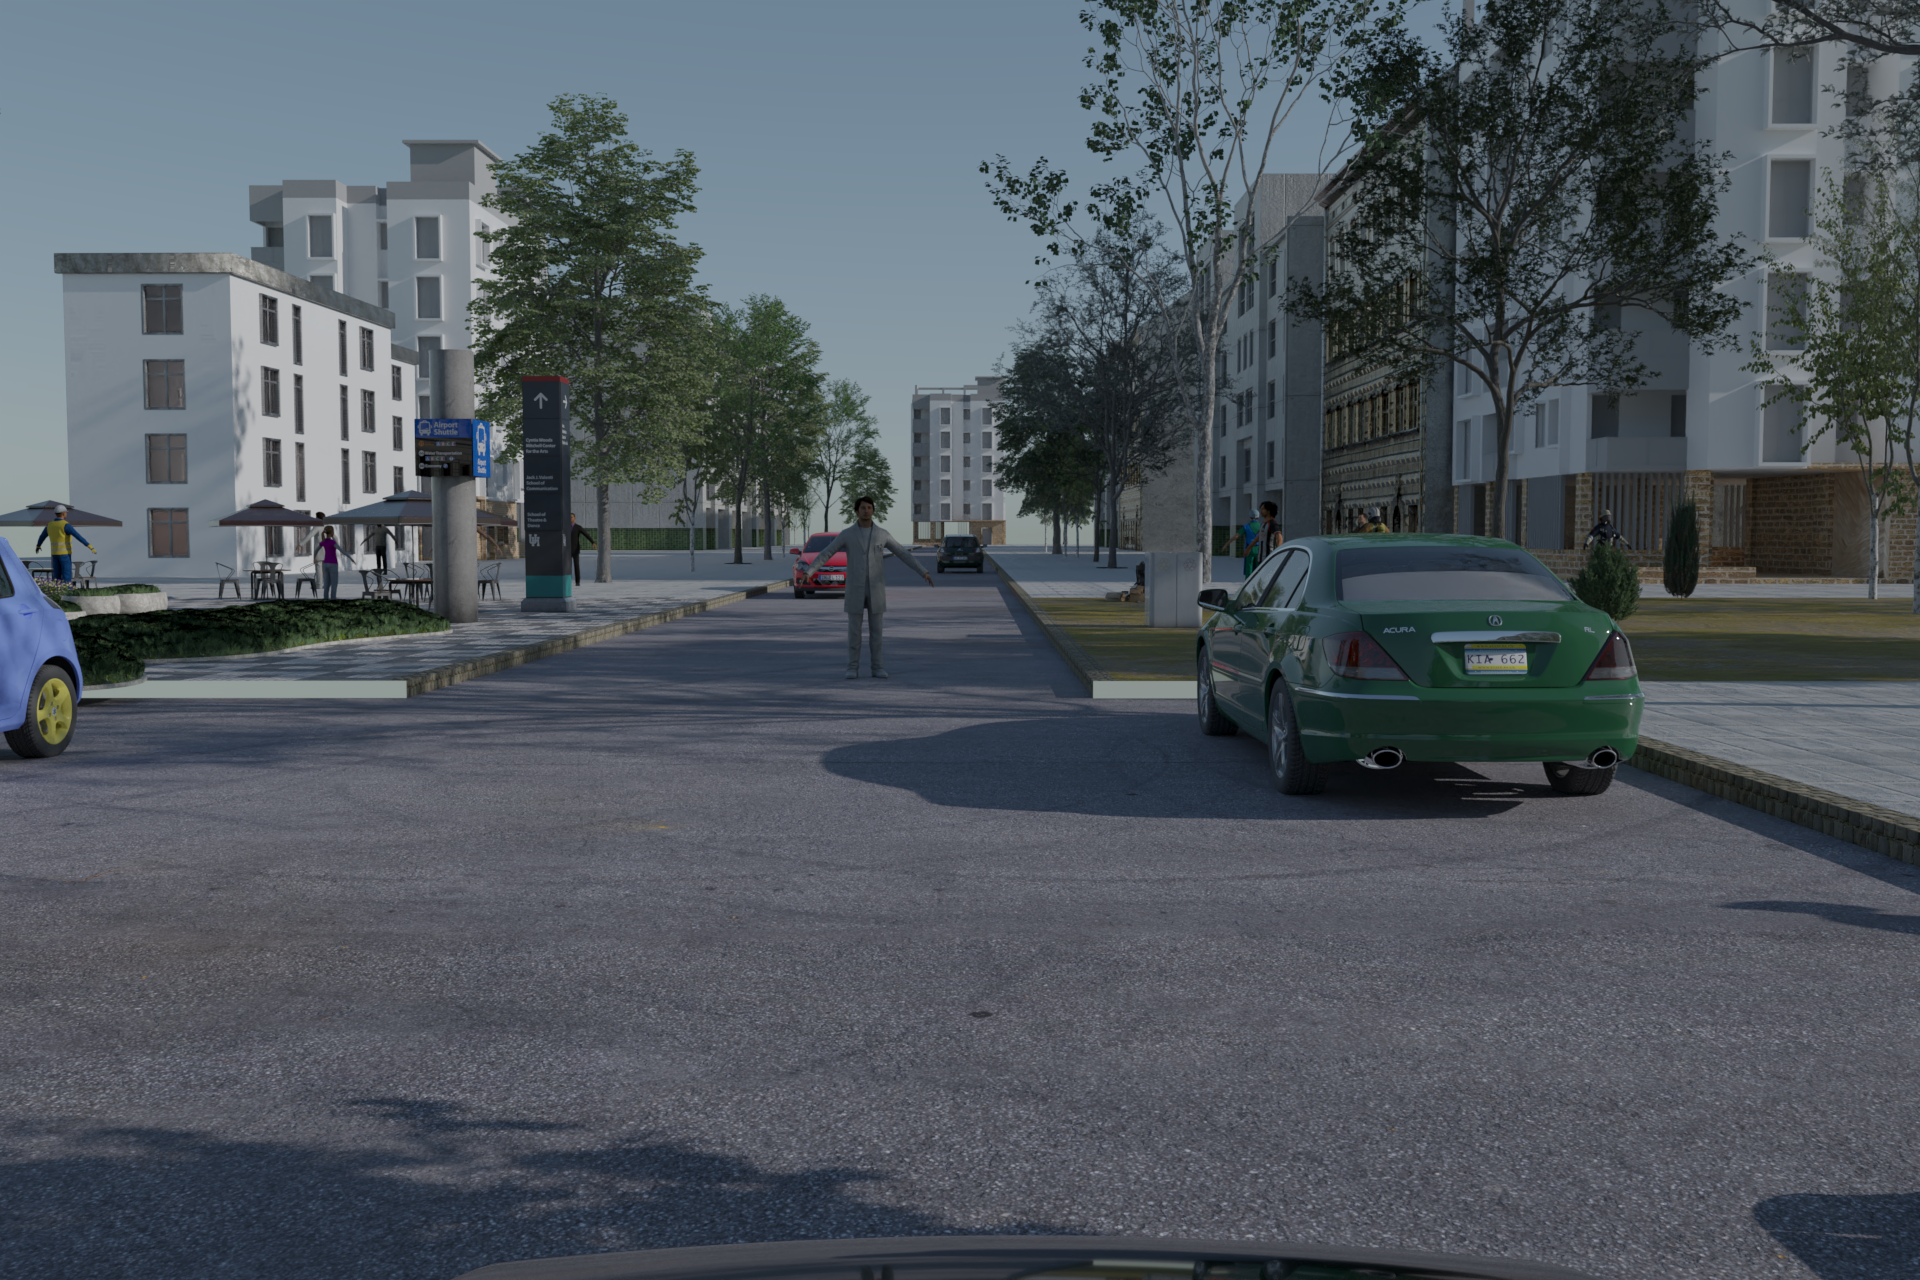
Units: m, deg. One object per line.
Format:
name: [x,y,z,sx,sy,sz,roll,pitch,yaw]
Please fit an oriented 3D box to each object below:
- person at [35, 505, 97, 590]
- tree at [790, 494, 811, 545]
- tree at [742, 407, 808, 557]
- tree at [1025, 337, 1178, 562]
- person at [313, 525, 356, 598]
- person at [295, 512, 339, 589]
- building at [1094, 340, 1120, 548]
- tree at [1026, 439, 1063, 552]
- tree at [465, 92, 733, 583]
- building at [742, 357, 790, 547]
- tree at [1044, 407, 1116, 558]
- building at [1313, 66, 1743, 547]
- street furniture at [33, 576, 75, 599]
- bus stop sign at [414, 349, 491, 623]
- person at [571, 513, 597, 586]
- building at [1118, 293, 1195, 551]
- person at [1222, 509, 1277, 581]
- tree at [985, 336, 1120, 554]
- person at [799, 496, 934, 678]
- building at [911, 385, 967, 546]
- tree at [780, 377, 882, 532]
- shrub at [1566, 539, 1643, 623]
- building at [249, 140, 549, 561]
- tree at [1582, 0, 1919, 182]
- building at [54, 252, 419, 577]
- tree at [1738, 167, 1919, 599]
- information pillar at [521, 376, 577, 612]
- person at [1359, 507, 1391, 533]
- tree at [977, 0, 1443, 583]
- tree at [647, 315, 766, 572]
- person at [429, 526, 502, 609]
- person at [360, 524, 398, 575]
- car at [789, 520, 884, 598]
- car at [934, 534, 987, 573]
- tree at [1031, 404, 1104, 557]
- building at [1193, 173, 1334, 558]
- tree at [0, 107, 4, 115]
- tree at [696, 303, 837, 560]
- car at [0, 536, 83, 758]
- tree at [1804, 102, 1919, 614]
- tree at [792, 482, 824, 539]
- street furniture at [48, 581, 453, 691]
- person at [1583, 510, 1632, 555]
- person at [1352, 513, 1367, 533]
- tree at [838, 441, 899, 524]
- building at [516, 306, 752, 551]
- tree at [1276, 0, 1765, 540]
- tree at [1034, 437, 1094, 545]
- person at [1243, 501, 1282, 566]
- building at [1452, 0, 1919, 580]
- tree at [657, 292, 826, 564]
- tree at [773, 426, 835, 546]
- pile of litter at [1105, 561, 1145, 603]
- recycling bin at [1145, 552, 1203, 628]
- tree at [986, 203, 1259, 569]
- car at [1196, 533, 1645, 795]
person: [-17.121,-1.657,33.056,1.349,1.833,0.705,1,4,14]
tree: [-19.496,-15.688,206.861,4.360,8.622,3.978,0,3,0]
tree: [-9.854,-8.816,94.509,4.737,8.622,4.395,0,3,0]
tree: [6.616,-8.886,79.692,7.601,10.594,8.767,-1,4,-16]
person: [-10.709,-1.244,29.600,0.991,1.433,0.599,2,4,28]
person: [-14.977,-2.101,40.536,0.705,1.806,1.347,2,4,23]
building: [22.355,-18.346,166.420,16.747,18.905,31.486,0,4,0]
tree: [5.837,-10.497,121.987,4.360,8.622,3.978,0,3,0]
tree: [-9.693,-7.797,45.607,7.486,12.596,7.792,0,3,0]
building: [-27.919,-19.323,182.390,16.747,18.905,31.486,0,4,0]
tree: [6.237,-8.577,90.592,4.737,8.622,4.395,0,3,0]
building: [25.442,-14.538,68.620,19.493,23.208,18.063,0,4,1]
street furniture: [-16.759,-1.191,26.322,11.010,1.723,9.812,-3,5,-40]
bus stop sign: [-7.316,-2.202,25.027,0.837,3.901,0.837,0,4,2]
person: [-9.603,-2.240,42.856,1.346,1.802,0.704,1,4,10]
building: [22.690,-18.718,136.960,19.493,23.208,18.063,0,3,0]
person: [6.377,-1.930,37.674,1.347,1.817,0.704,0,4,-6]
tree: [6.192,-12.448,110.176,9.857,13.997,8.962,0,3,0]
person: [-0.940,-0.527,17.260,1.347,1.806,0.705,-1,4,-11]
building: [-5.677,-21.608,212.168,11.380,20.090,16.016,0,4,4]
tree: [-8.754,-11.536,114.362,9.928,11.665,9.643,0,3,0]
shrub: [9.125,-0.819,24.504,1.383,1.207,1.383,0,3,0]
building: [-28.030,-13.954,84.573,16.016,20.090,11.380,0,4,0]
tree: [9.232,-6.223,12.119,12.009,13.543,11.850,0,3,0]
building: [-25.949,-7.569,65.898,9.099,9.664,28.070,0,4,1]
tree: [17.753,-5.104,33.819,4.737,8.622,4.395,0,3,0]
information pillar: [-6.835,-2.405,28.696,0.750,3.857,0.750,0,4,0]
person: [8.683,-1.878,36.468,1.354,1.858,0.705,-2,4,-24]
tree: [6.917,-11.627,45.987,12.611,20.169,13.585,0,3,0]
tree: [-9.036,-6.664,59.314,4.737,8.622,4.395,0,3,0]
person: [-8.447,-1.395,29.615,1.217,1.733,0.721,-1,4,-10]
person: [-18.218,-2.955,54.450,1.348,1.813,0.705,1,4,16]
car: [-2.815,-1.893,39.999,2.155,1.783,4.494,0,3,0]
car: [0.019,-3.358,64.695,2.009,1.686,4.222,0,4,1]
tree: [6.221,-9.024,97.911,4.737,8.622,4.395,0,3,0]
building: [23.119,-13.897,93.669,16.747,18.905,31.486,0,4,0]
tree: [-12.221,-4.835,13.465,8.767,10.594,7.601,-2,4,-30]
tree: [-9.683,-10.201,84.905,7.486,12.596,7.792,0,3,0]
car: [-6.642,-0.015,9.837,1.945,1.707,3.694,0,3,0]
tree: [15.256,-4.736,27.789,4.360,8.622,3.978,0,3,0]
tree: [-18.412,-16.075,213.186,4.360,8.622,3.978,0,3,0]
street furniture: [-9.344,-0.196,18.831,5.734,0.657,10.072,0,4,7]
person: [15.444,-2.181,41.438,1.354,1.856,0.705,-1,4,-18]
person: [10.005,-2.265,43.176,0.704,1.812,1.346,-2,4,-29]
tree: [-11.206,-17.975,212.013,7.486,12.596,7.792,0,3,0]
building: [-28.364,-17.340,149.962,16.747,18.905,31.486,0,3,0]
tree: [8.469,-5.606,26.078,7.601,10.594,8.767,-1,4,-10]
tree: [12.945,-18.603,210.814,9.857,13.997,8.962,0,3,0]
person: [5.017,-1.363,28.436,0.704,1.843,1.345,-1,4,-14]
building: [21.784,-12.256,56.803,16.016,20.090,11.380,0,4,0]
tree: [-9.331,-9.051,73.739,9.928,11.665,9.643,0,3,0]
tree: [-9.147,-9.419,104.357,4.360,8.622,3.978,0,3,0]
pile of litter: [3.347,-1.166,33.034,1.176,0.858,1.719,0,4,0]
recycling bin: [2.949,-0.697,23.957,0.722,1.027,0.722,0,4,0]
tree: [5.820,-9.410,64.229,12.009,13.543,11.850,0,3,0]
car: [2.650,0.052,10.952,2.131,1.459,4.920,0,4,-1]
